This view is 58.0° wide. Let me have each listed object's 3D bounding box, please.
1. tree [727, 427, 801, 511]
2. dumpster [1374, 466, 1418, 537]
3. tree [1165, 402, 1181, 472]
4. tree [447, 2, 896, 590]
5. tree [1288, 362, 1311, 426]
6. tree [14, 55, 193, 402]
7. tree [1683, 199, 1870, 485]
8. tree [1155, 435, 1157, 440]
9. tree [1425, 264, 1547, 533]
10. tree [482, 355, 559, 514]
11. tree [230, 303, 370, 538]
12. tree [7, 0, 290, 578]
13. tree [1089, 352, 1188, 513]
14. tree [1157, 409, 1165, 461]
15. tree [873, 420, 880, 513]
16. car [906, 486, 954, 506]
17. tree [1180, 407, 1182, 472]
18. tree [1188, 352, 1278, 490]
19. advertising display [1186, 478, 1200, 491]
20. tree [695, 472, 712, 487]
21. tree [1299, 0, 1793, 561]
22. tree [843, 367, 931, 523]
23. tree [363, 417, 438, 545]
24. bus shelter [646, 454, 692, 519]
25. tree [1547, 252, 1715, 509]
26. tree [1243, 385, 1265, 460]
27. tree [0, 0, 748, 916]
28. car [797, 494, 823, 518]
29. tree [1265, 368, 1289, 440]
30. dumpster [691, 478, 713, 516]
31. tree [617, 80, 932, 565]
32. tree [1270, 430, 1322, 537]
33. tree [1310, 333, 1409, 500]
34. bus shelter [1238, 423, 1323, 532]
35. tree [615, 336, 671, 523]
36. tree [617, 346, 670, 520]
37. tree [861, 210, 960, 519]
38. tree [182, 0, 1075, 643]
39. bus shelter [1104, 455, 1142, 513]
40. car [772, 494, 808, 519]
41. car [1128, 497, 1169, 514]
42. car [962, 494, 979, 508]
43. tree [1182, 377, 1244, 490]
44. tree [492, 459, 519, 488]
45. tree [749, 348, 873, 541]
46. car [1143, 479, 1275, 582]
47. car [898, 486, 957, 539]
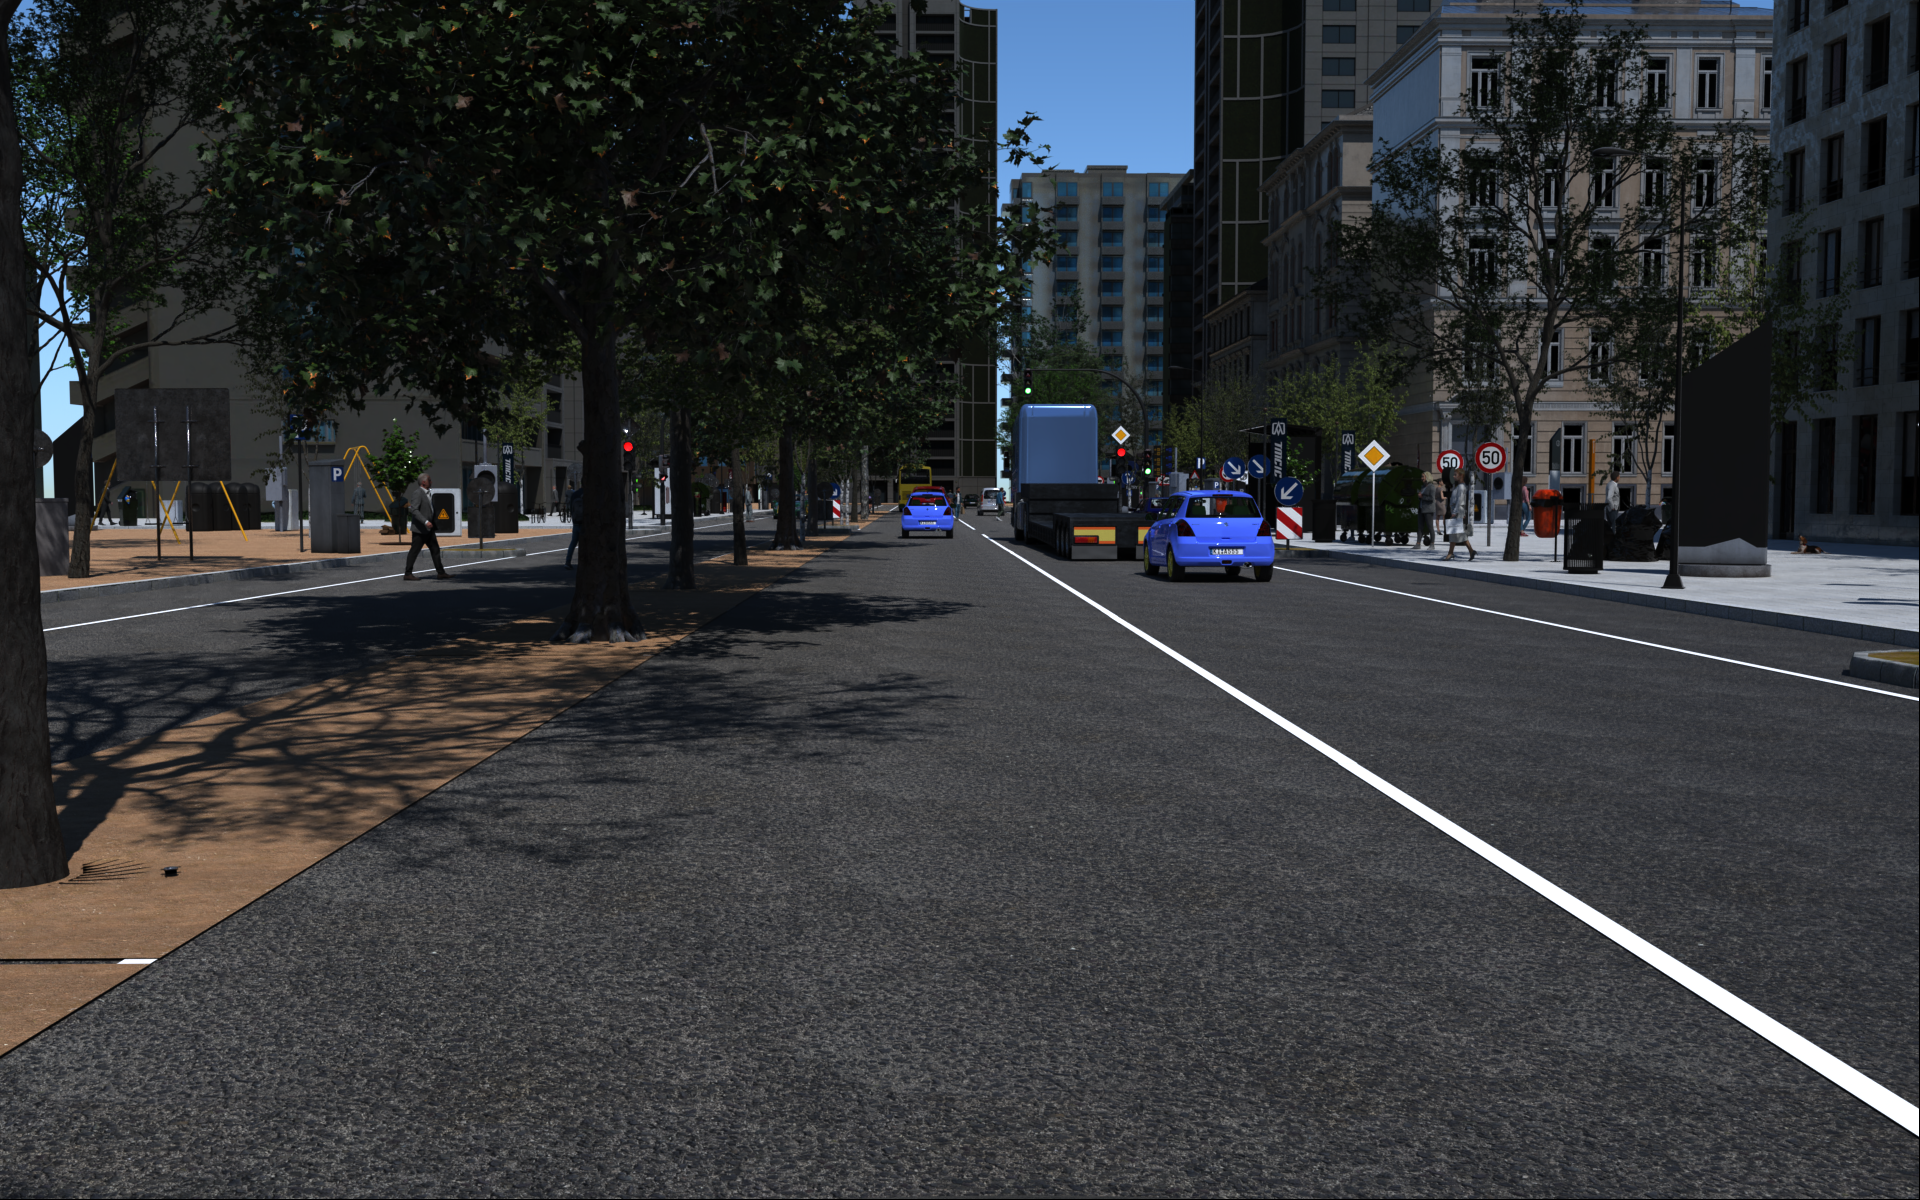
[{"bbox_3d":[-15.580,-11.433,137.284,4.737,8.622,4.395,0,3,0],"label":"tree"},{"bbox_3d":[13.207,-3.057,52.481,1.502,2.255,1.985,0,4,-1],"label":"dumpster"},{"bbox_3d":[17.516,-10.529,122.516,4.737,8.622,4.395,0,3,0],"label":"tree"},{"bbox_3d":[-4.302,-6.451,26.055,7.486,12.596,7.792,0,3,0],"label":"tree"},{"bbox_3d":[20.019,-8.617,91.252,4.737,8.622,4.395,0,3,0],"label":"tree"},{"bbox_3d":[-21.232,-6.912,38.775,9.928,11.665,9.643,0,3,0],"label":"tree"},{"bbox_3d":[20.073,-5.673,43.121,4.737,8.622,4.395,0,3,0],"label":"tree"},{"bbox_3d":[17.569,-11.496,138.316,4.737,8.622,4.395,0,3,0],"label":"tree"},{"bbox_3d":[16.980,-6.490,56.476,4.360,8.622,3.978,0,3,0],"label":"tree"},{"bbox_3d":[-22.824,-8.480,89.012,4.737,8.622,4.395,0,3,0],"label":"tree"},{"bbox_3d":[-19.105,-6.135,50.669,4.360,8.622,3.978,0,3,0],"label":"tree"},{"bbox_3d":[-13.136,-5.607,26.091,7.601,10.594,8.767,0,4,7],"label":"tree"},{"bbox_3d":[8.592,-8.478,88.976,4.360,8.622,3.978,0,3,0],"label":"tree"},{"bbox_3d":[17.630,-10.919,128.891,4.737,8.622,4.395,0,3,0],"label":"tree"},{"bbox_3d":[-4.770,-7.346,72.925,4.360,8.622,3.978,0,3,0],"label":"tree"},{"bbox_3d":[-1.460,-4.554,83.136,2.281,1.827,5.304,0,4,1],"label":"car"},{"bbox_3d":[18.172,-10.166,116.581,4.737,8.622,4.395,0,3,0],"label":"tree"},{"bbox_3d":[14.488,-8.481,89.021,4.360,8.622,3.978,0,3,0],"label":"tree"},{"bbox_3d":[9.635,-4.043,71.316,0.123,1.923,0.974,3,5,42],"label":"advertising display"},{"bbox_3d":[-20.862,-8.944,140.831,1.663,3.219,1.824,0,3,0],"label":"tree"},{"bbox_3d":[10.572,-5.996,32.448,8.767,10.594,7.601,-1,4,-10],"label":"tree"},{"bbox_3d":[-5.189,-9.669,86.307,9.928,11.665,9.643,0,3,0],"label":"tree"},{"bbox_3d":[-14.313,-3.008,43.783,1.663,3.219,1.824,0,3,0],"label":"tree"},{"bbox_3d":[-14.969,-5.915,90.636,2.014,3.302,5.546,0,4,-1],"label":"bus shelter"},{"bbox_3d":[20.564,-6.212,51.923,4.360,8.622,3.978,0,3,0],"label":"tree"},{"bbox_3d":[19.585,-9.276,102.022,4.737,8.622,4.395,0,3,0],"label":"tree"},{"bbox_3d":[-3.464,-5.689,5.846,12.009,13.543,11.850,0,3,0],"label":"tree"},{"bbox_3d":[-9.070,-5.852,105.904,2.015,1.641,3.980,0,4,-2],"label":"car"},{"bbox_3d":[19.969,-9.013,97.732,4.737,8.622,4.395,0,3,0],"label":"tree"},{"bbox_3d":[-15.290,-6.044,101.310,1.502,2.255,1.985,0,4,-2],"label":"dumpster"},{"bbox_3d":[-4.373,-5.982,34.680,8.767,10.594,7.601,0,4,-1],"label":"tree"},{"bbox_3d":[9.793,-3.529,52.303,1.663,3.219,1.824,0,3,0],"label":"tree"},{"bbox_3d":[18.804,-7.912,79.716,4.737,8.622,4.395,0,3,0],"label":"tree"},{"bbox_3d":[11.023,-4.195,59.869,1.731,3.624,6.357,0,4,-1],"label":"bus shelter"},{"bbox_3d":[-14.255,-7.689,76.079,4.360,8.622,3.978,0,3,0],"label":"tree"},{"bbox_3d":[-15.387,-8.046,81.914,4.737,8.622,4.395,0,3,0],"label":"tree"},{"bbox_3d":[-6.599,-14.619,97.364,12.611,20.169,13.585,0,3,0],"label":"tree"},{"bbox_3d":[-3.513,-5.951,16.763,9.611,12.733,9.660,0,3,0],"label":"tree"},{"bbox_3d":[9.969,-7.008,105.871,1.731,3.624,6.357,0,4,-2],"label":"bus shelter"},{"bbox_3d":[-9.683,-5.379,99.750,2.131,1.459,4.920,0,3,0],"label":"car"},{"bbox_3d":[6.659,-2.764,57.772,1.945,1.354,3.894,0,4,-3],"label":"car"},{"bbox_3d":[1.178,-10.122,175.280,2.009,1.686,4.222,0,4,-2],"label":"car"},{"bbox_3d":[16.467,-9.602,107.354,4.737,8.622,4.395,0,3,0],"label":"tree"},{"bbox_3d":[-24.788,-6.094,94.243,1.663,3.219,1.824,0,3,0],"label":"tree"},{"bbox_3d":[-4.756,-6.068,52.027,4.360,8.622,3.978,0,3,0],"label":"tree"},{"bbox_3d":[4.175,-1.220,29.542,1.945,1.707,3.694,0,4,-3],"label":"car"},{"bbox_3d":[-1.069,-2.897,56.959,1.945,1.707,3.694,0,4,-1],"label":"car"}]
